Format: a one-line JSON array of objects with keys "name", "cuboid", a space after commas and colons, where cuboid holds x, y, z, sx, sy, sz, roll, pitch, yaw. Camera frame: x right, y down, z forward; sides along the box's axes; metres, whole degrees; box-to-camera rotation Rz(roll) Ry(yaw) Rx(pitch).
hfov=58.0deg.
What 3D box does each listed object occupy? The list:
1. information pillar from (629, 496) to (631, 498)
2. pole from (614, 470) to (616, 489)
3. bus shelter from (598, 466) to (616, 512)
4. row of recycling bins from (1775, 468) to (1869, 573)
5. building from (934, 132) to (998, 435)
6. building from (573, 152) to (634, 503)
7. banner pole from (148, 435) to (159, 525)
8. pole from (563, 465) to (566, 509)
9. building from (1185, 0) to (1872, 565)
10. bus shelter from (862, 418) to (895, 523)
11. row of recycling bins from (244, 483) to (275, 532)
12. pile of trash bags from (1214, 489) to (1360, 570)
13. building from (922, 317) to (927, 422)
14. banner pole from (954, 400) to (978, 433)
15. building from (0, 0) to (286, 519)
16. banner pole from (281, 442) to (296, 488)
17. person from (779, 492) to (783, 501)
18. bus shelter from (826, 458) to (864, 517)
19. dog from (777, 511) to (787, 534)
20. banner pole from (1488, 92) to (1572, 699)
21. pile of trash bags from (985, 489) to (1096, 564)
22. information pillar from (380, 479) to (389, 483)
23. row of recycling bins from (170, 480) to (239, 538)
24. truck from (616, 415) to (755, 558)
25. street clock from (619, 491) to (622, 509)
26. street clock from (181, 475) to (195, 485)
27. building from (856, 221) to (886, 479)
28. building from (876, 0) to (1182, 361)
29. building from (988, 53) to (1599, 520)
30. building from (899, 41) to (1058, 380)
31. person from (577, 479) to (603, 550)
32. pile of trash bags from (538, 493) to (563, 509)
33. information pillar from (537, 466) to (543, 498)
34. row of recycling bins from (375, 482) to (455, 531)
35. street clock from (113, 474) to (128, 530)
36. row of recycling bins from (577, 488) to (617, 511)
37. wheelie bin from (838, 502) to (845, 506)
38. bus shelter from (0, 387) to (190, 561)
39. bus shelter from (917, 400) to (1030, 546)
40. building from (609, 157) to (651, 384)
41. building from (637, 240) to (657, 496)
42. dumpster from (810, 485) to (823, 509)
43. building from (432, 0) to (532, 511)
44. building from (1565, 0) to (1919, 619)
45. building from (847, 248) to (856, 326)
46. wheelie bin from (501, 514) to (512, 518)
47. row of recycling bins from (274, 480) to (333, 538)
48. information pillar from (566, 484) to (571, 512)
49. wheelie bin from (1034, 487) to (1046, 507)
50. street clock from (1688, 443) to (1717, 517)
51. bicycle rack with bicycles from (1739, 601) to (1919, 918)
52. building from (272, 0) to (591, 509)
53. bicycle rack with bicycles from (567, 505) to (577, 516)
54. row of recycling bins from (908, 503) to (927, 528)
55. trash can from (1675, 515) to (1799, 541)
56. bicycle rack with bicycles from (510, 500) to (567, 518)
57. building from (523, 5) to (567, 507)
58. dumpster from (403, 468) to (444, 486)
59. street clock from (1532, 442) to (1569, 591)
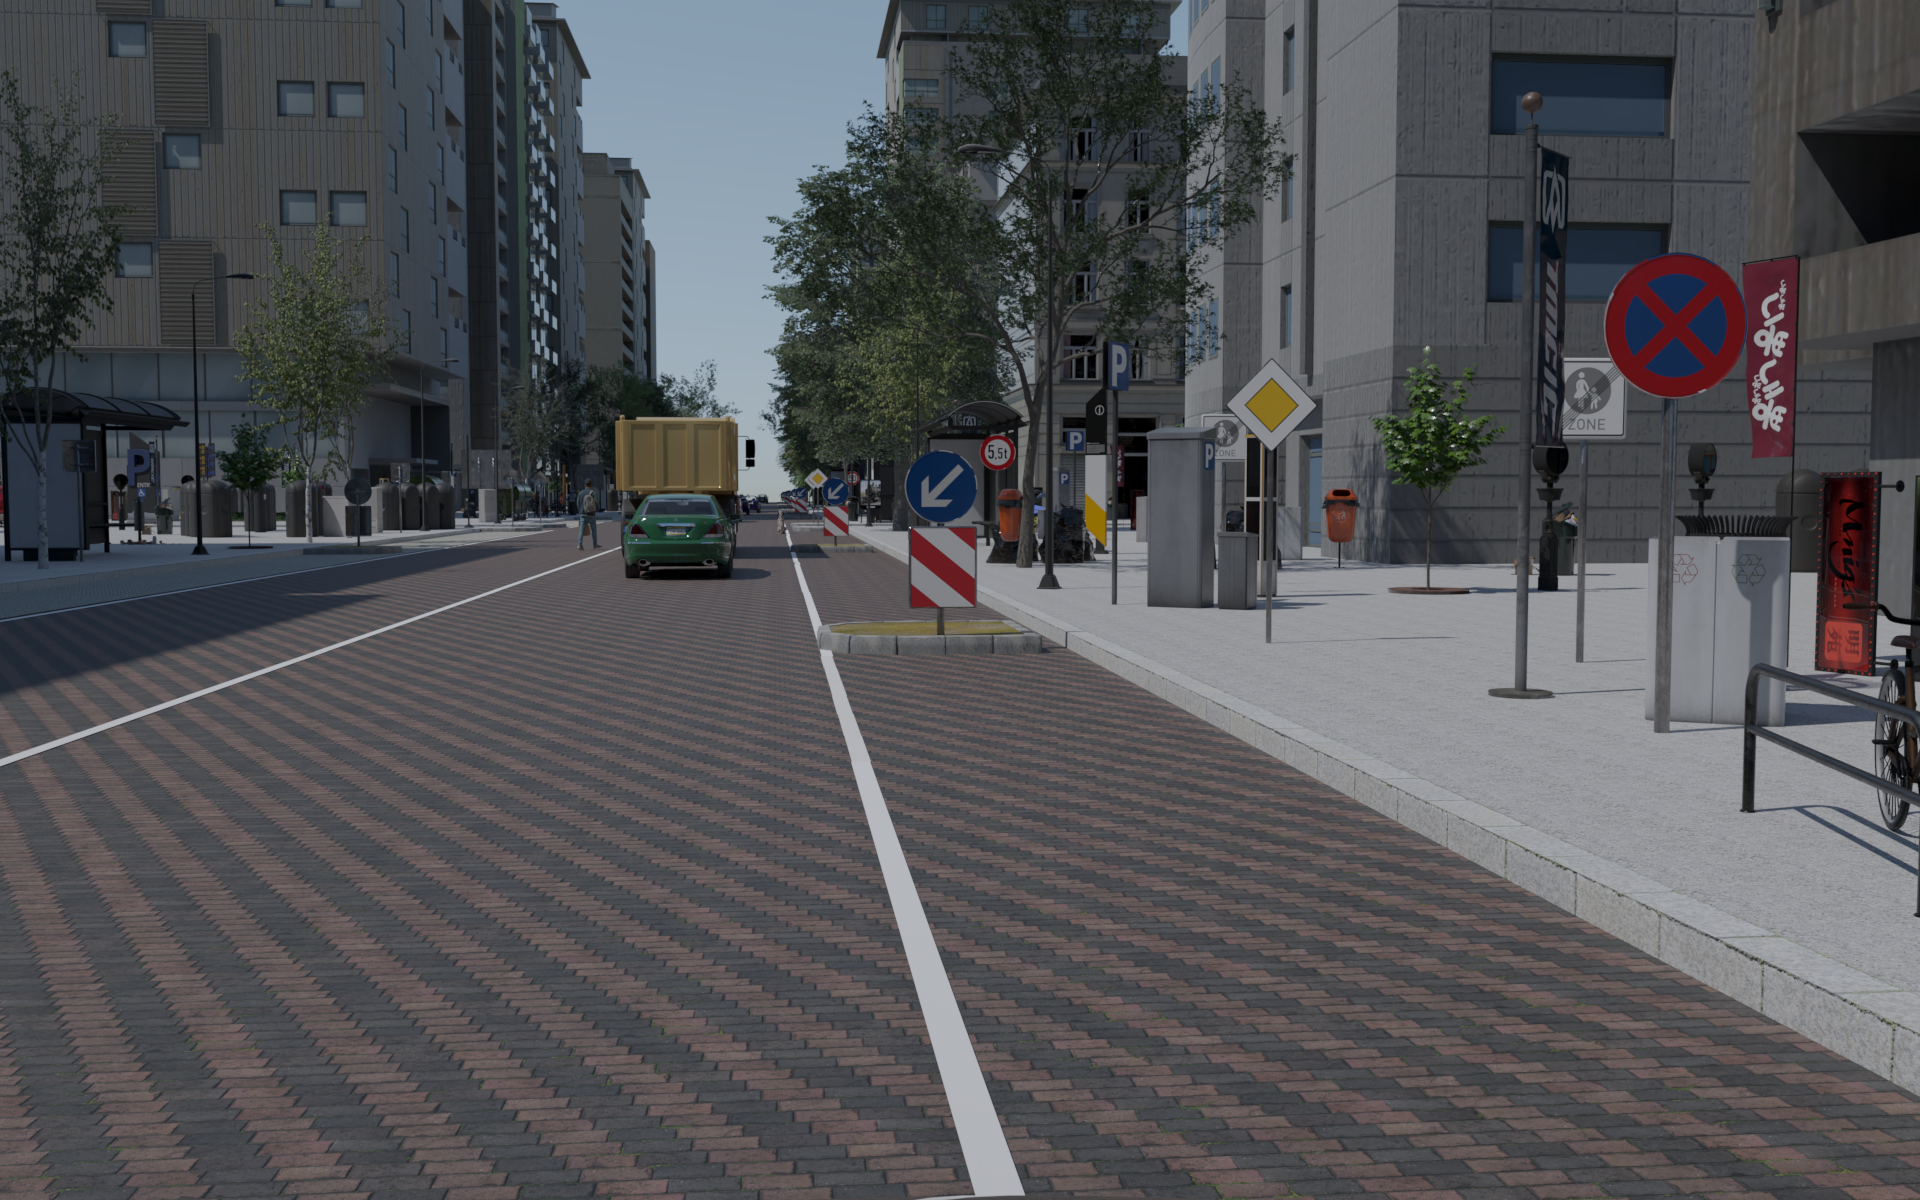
[{"name": "information pillar", "cuboid": [-27.848, -9.499, 146.655, 0.183, 3.616, 0.504, -3, 5, -43]}, {"name": "pole", "cuboid": [-29.032, -9.285, 145.653, 0.158, 3.312, 0.155, 0, 3, 0]}, {"name": "bus shelter", "cuboid": [-25.754, -7.928, 123.538, 2.014, 3.302, 5.546, 0, 4, -6]}, {"name": "row of recycling bins", "cuboid": [15.014, -1.265, 27.798, 3.534, 1.692, 1.069, 2, 4, 30]}, {"name": "building", "cuboid": [5.492, -20.385, 120.682, 14.401, 28.519, 23.554, 0, 4, -6]}, {"name": "building", "cuboid": [-58.315, -38.182, 247.984, 21.300, 48.544, 21.600, 0, 4, -6]}, {"name": "banner pole", "cuboid": [-33.780, -5.054, 72.651, 0.401, 3.779, 0.863, 0, 4, 3]}, {"name": "pole", "cuboid": [-27.535, -7.750, 120.560, 0.158, 3.312, 0.155, 0, 3, 0]}, {"name": "building", "cuboid": [16.763, -30.749, 44.753, 21.231, 58.520, 28.212, 0, 4, -6]}, {"name": "bus shelter", "cuboid": [-3.413, -6.320, 80.970, 2.179, 5.291, 8.768, 0, 4, -6]}, {"name": "row of recycling bins", "cuboid": [-24.479, -3.272, 60.607, 1.069, 1.692, 3.534, -1, 4, -20]}, {"name": "pile of trash bags", "cuboid": [5.164, -1.241, 30.042, 3.447, 1.369, 1.912, 1, 4, 10]}, {"name": "building", "cuboid": [2.072, -16.971, 142.107, 10.561, 19.102, 19.286, 0, 4, -6]}, {"name": "banner pole", "cuboid": [0.111, -3.429, 46.081, 0.863, 3.779, 0.401, -2, 4, -24]}, {"name": "building", "cuboid": [-43.801, -31.130, 98.215, 28.713, 52.752, 27.495, 0, 4, -6]}, {"name": "banner pole", "cuboid": [-32.487, -5.748, 83.990, 0.863, 3.779, 0.401, -1, 4, -8]}, {"name": "person", "cuboid": [-30.248, -17.406, 293.907, 1.217, 1.723, 0.721, 1, 4, 12]}, {"name": "bus shelter", "cuboid": [-6.677, -6.503, 100.248, 2.014, 3.302, 5.546, 0, 4, -6]}, {"name": "dog", "cuboid": [-6.508, -2.781, 62.312, 0.513, 0.831, 0.800, 2, 4, 27]}, {"name": "banner pole", "cuboid": [3.715, -1.288, 11.080, 0.401, 3.779, 0.863, 3, 5, 40]}, {"name": "pile of trash bags", "cuboid": [1.354, -1.364, 32.058, 1.912, 1.369, 3.447, 1, 4, 17]}, {"name": "information pillar", "cuboid": [-27.185, -4.731, 81.837, 0.304, 2.012, 0.304, -3, 5, -45]}, {"name": "row of recycling bins", "cuboid": [-22.769, -2.755, 52.163, 1.069, 1.692, 3.534, -2, 4, -35]}, {"name": "truck", "cuboid": [-6.765, -2.850, 42.529, 3.469, 3.379, 9.791, 0, 4, -7]}, {"name": "street clock", "cuboid": [-28.756, -8.709, 146.962, 0.471, 2.002, 0.358, -1, 4, -12]}, {"name": "street clock", "cuboid": [-29.181, -3.726, 65.495, 0.471, 2.002, 0.358, -1, 4, -23]}, {"name": "building", "cuboid": [-8.465, -35.139, 258.120, 14.154, 41.232, 14.086, 0, 4, -6]}, {"name": "building", "cuboid": [6.410, -36.252, 181.966, 28.713, 52.752, 27.495, 0, 4, -6]}, {"name": "building", "cuboid": [17.026, -15.895, 93.161, 30.059, 22.955, 16.112, 0, 4, -6]}, {"name": "building", "cuboid": [1.270, -29.193, 160.899, 14.154, 41.232, 14.086, 0, 4, -6]}, {"name": "person", "cuboid": [-9.525, -2.185, 44.209, 0.794, 1.824, 0.713, 2, 4, 31]}, {"name": "pile of trash bags", "cuboid": [-31.353, -7.398, 130.717, 3.447, 1.369, 1.912, 0, 4, 2]}, {"name": "information pillar", "cuboid": [-34.189, -9.158, 141.088, 0.504, 3.616, 0.183, -1, 4, -19]}, {"name": "row of recycling bins", "cuboid": [-19.476, -3.360, 62.050, 1.069, 1.692, 3.534, 2, 4, 28]}, {"name": "street clock", "cuboid": [-29.805, -3.484, 61.542, 0.471, 2.002, 0.358, -2, 4, -33]}, {"name": "row of recycling bins", "cuboid": [-27.097, -7.390, 127.947, 3.534, 1.692, 1.069, 0, 4, -5]}, {"name": "wheelie bin", "cuboid": [-6.419, -5.320, 94.896, 0.693, 1.594, 0.980, 0, 4, -3]}, {"name": "bus shelter", "cuboid": [-17.719, -2.541, 35.477, 2.014, 3.302, 5.546, 0, 4, -6]}, {"name": "bus shelter", "cuboid": [0.245, -2.822, 40.058, 2.014, 3.302, 5.546, 0, 4, -6]}, {"name": "building", "cuboid": [-63.774, -41.803, 272.720, 28.713, 52.752, 27.495, 0, 4, -6]}, {"name": "building", "cuboid": [-59.016, -39.405, 294.382, 14.600, 45.320, 14.200, 0, 4, -6]}, {"name": "dumpster", "cuboid": [-12.151, -8.957, 148.932, 1.502, 2.255, 1.985, 0, 4, -6]}, {"name": "building", "cuboid": [-41.020, -27.419, 131.895, 14.154, 41.232, 14.086, 0, 4, -6]}, {"name": "building", "cuboid": [15.270, -14.894, 15.225, 14.160, 30.474, 14.107, 0, 4, -6]}, {"name": "building", "cuboid": [-7.903, -41.352, 295.709, 23.786, 49.044, 30.456, 0, 4, -6]}, {"name": "wheelie bin", "cuboid": [-24.689, -5.266, 94.013, 0.693, 1.594, 0.980, -1, 4, -22]}, {"name": "row of recycling bins", "cuboid": [-19.864, -2.794, 52.798, 1.069, 1.692, 3.534, -1, 4, -10]}, {"name": "information pillar", "cuboid": [-27.970, -7.285, 123.599, 0.304, 2.012, 0.304, -2, 4, -33]}, {"name": "wheelie bin", "cuboid": [3.404, -4.252, 77.435, 0.980, 1.594, 0.693, 0, 4, 5]}, {"name": "street clock", "cuboid": [10.527, -1.225, 24.604, 0.358, 2.002, 0.471, 3, 5, 45]}, {"name": "bicycle rack with bicycles", "cuboid": [4.081, 0.445, 6.107, 2.852, 0.926, 2.925, 1, 4, 9]}, {"name": "building", "cuboid": [-56.112, -36.786, 190.682, 28.713, 52.752, 27.495, 0, 4, -6]}, {"name": "bicycle rack with bicycles", "cuboid": [-24.197, -5.413, 101.880, 2.925, 0.926, 2.852, -1, 4, -16]}, {"name": "row of recycling bins", "cuboid": [-0.809, -2.546, 48.741, 1.069, 1.692, 3.534, 1, 4, 10]}, {"name": "trash can", "cuboid": [5.105, 0.014, 11.431, 0.748, 1.137, 0.748, 0, 3, 0]}, {"name": "bicycle rack with bicycles", "cuboid": [-22.871, -4.816, 92.131, 2.852, 0.926, 2.925, 0, 4, 3]}, {"name": "building", "cuboid": [-50.078, -33.162, 161.803, 23.786, 49.044, 30.456, 0, 4, -6]}, {"name": "dumpster", "cuboid": [-20.082, -3.813, 64.842, 1.502, 2.255, 1.985, 0, 4, -6]}, {"name": "street clock", "cuboid": [7.816, -1.125, 22.966, 0.471, 2.002, 0.358, -2, 4, -33]}]
